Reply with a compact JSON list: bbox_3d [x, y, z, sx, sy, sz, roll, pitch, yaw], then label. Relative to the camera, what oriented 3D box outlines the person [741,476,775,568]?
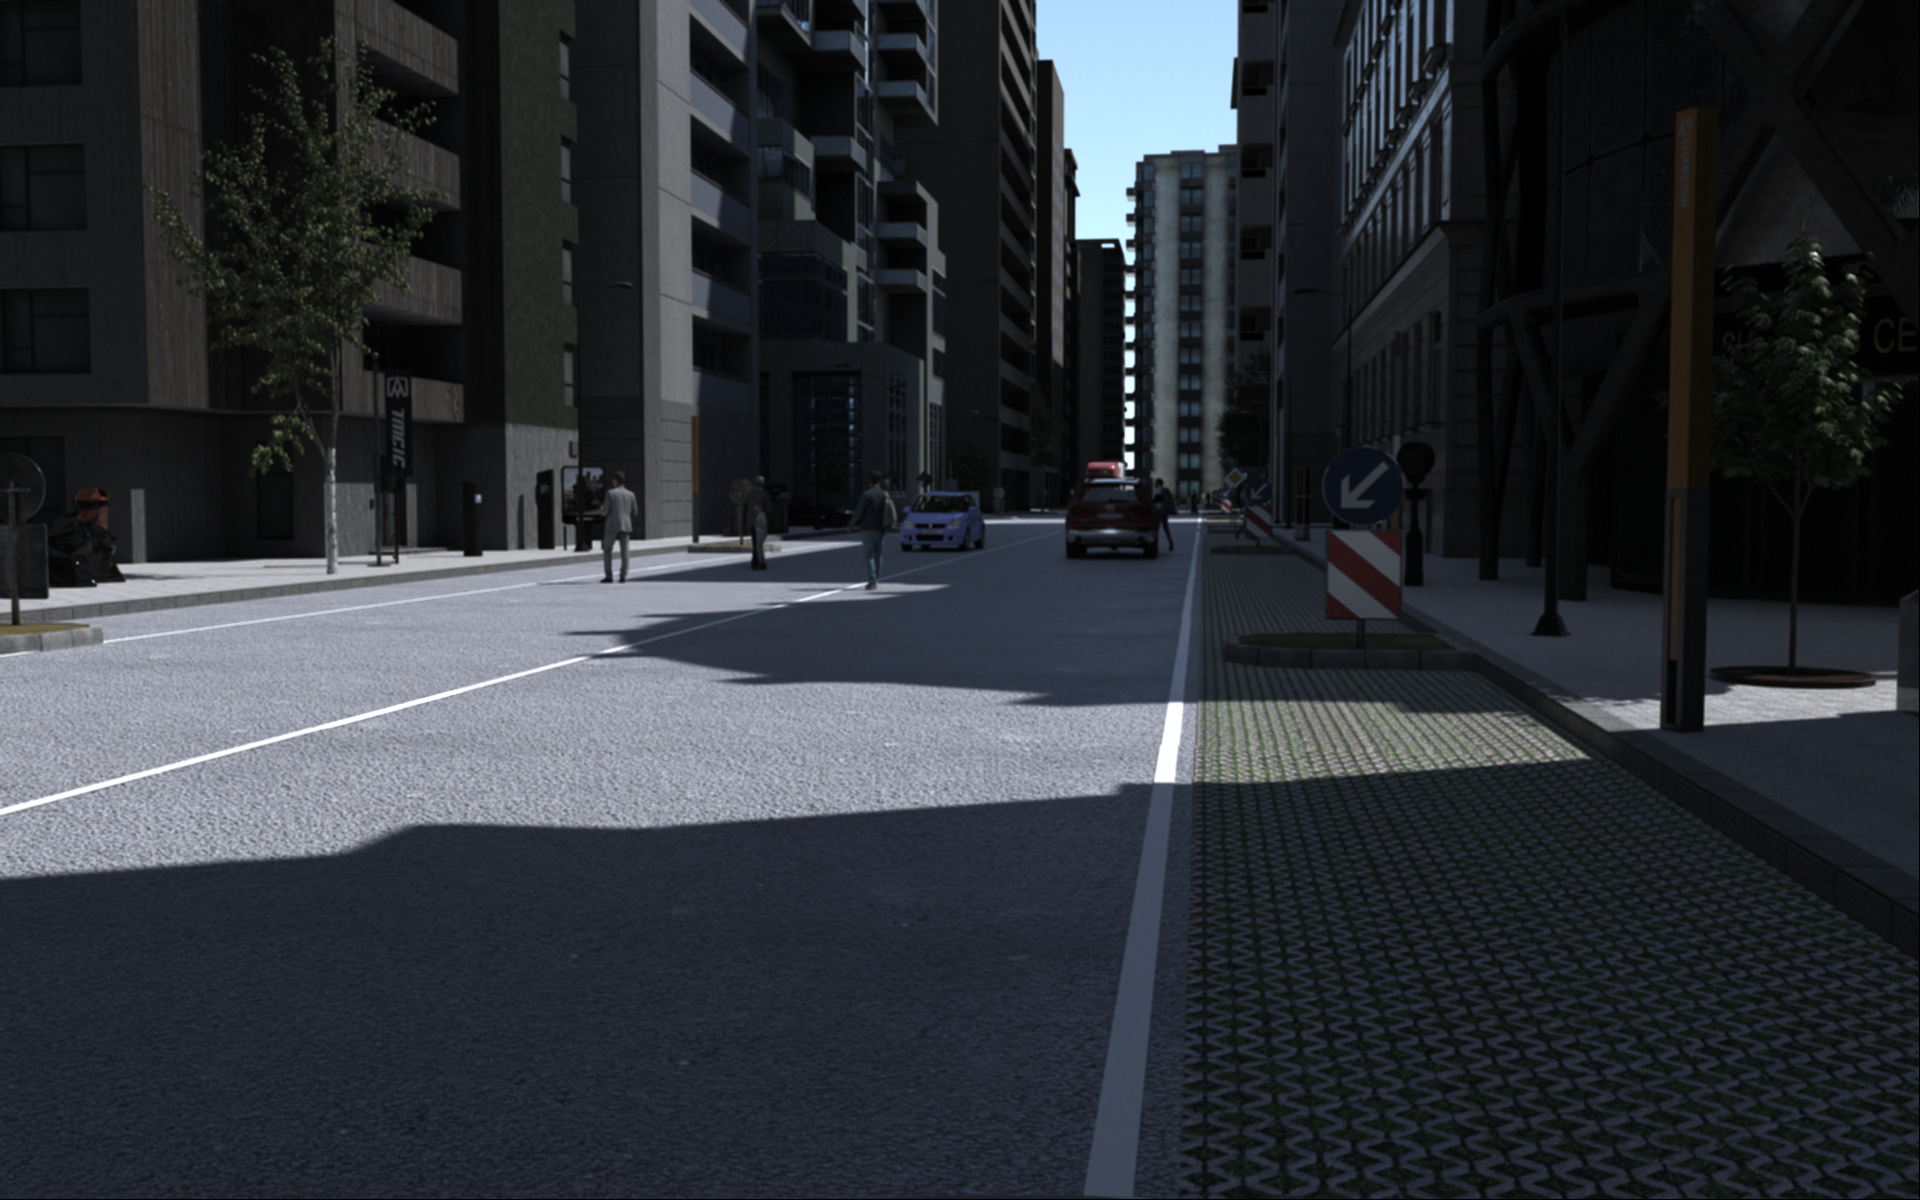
[{"bbox_3d":[-3.934,-1.535,33.992,0.661,1.777,0.834,1,4,15],"label":"person"}]

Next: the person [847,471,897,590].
[{"bbox_3d":[-1.299,-1.061,26.190,0.623,1.781,0.721,-3,5,-44],"label":"person"}]

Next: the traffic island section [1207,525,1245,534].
[{"bbox_3d":[10.170,-2.548,63.949,2.009,0.180,2.903,0,4,8],"label":"traffic island section"}]

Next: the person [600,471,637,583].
[{"bbox_3d":[-5.582,-1.186,28.097,0.606,1.804,0.583,-3,5,-44],"label":"person"}]

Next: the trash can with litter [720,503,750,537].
[{"bbox_3d":[-6.746,-2.486,52.026,1.055,1.170,0.624,2,4,30],"label":"trash can with litter"}]

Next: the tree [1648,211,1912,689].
[{"bbox_3d":[5.846,-1.056,11.875,1.663,3.219,1.824,0,3,0],"label":"tree"}]

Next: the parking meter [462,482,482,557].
[{"bbox_3d":[-10.034,-1.666,35.649,0.372,1.533,0.369,0,3,0],"label":"parking meter"}]

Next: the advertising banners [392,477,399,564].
[{"bbox_3d":[-10.444,-2.193,32.037,0.090,3.025,2.074,-1,4,-19],"label":"advertising banners"}]

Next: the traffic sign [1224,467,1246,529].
[{"bbox_3d":[10.145,-3.684,63.875,0.795,2.450,0.064,0,4,8],"label":"traffic sign"}]

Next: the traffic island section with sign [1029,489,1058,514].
[{"bbox_3d":[6.038,-7.129,125.187,1.989,1.847,2.006,0,4,8],"label":"traffic island section with sign"}]

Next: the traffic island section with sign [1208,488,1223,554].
[{"bbox_3d":[7.053,-2.022,41.686,1.989,1.847,2.006,0,4,8],"label":"traffic island section with sign"}]

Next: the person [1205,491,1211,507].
[{"bbox_3d":[27.418,-11.209,192.289,0.750,1.759,0.617,-1,4,-16],"label":"person"}]

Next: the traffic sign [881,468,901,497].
[{"bbox_3d":[-2.621,-3.794,65.681,0.795,2.450,0.064,0,4,8],"label":"traffic sign"}]

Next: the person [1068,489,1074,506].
[{"bbox_3d":[8.807,-7.790,136.050,0.728,1.800,0.709,1,4,16],"label":"person"}]

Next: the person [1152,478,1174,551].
[{"bbox_3d":[5.148,-2.165,43.996,0.679,1.850,0.850,-2,4,-29],"label":"person"}]

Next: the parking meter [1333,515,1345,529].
[{"bbox_3d":[10.565,-2.600,48.229,0.255,1.863,0.399,2,4,24],"label":"parking meter"}]

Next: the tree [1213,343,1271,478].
[{"bbox_3d":[19.028,-10.597,107.667,7.601,10.594,8.767,-2,4,-28],"label":"tree"}]

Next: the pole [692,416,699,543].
[{"bbox_3d":[-6.936,-3.152,45.384,0.158,3.312,0.155,0,3,0],"label":"pole"}]

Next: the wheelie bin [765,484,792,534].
[{"bbox_3d":[-5.897,-2.939,55.958,0.980,1.594,0.693,1,4,11],"label":"wheelie bin"}]

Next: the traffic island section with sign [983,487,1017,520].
[{"bbox_3d":[2.215,-5.465,97.973,1.989,1.847,2.006,0,4,8],"label":"traffic island section with sign"}]

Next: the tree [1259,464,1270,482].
[{"bbox_3d":[16.881,-6.051,93.528,1.663,3.219,1.824,0,3,0],"label":"tree"}]

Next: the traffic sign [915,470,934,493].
[{"bbox_3d":[-1.511,-4.278,73.589,0.795,2.450,0.064,0,4,8],"label":"traffic sign"}]

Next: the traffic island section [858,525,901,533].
[{"bbox_3d":[-2.646,-2.658,65.746,2.009,0.180,2.903,0,4,8],"label":"traffic island section"}]

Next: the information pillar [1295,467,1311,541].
[{"bbox_3d":[9.405,-2.631,47.516,0.304,2.012,0.304,-3,5,-43],"label":"information pillar"}]

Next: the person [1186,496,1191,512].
[{"bbox_3d":[18.452,-7.773,139.852,0.475,1.303,0.640,3,5,42],"label":"person"}]

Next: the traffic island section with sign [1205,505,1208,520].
[{"bbox_3d":[14.780,-5.389,96.739,1.989,1.847,2.006,0,4,8],"label":"traffic island section with sign"}]

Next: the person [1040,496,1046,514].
[{"bbox_3d":[5.838,-6.687,122.110,0.475,1.303,0.640,1,4,19],"label":"person"}]

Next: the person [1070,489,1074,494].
[{"bbox_3d":[9.933,-8.782,151.949,0.709,1.838,0.599,-3,4,-37],"label":"person"}]

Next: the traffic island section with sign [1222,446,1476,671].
[{"bbox_3d":[3.309,-0.389,14.991,1.989,1.847,2.006,0,4,8],"label":"traffic island section with sign"}]

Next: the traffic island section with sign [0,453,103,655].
[{"bbox_3d":[-9.259,-0.465,16.226,1.989,1.847,2.006,0,4,8],"label":"traffic island section with sign"}]

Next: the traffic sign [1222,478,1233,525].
[{"bbox_3d":[11.255,-4.168,71.782,0.795,2.450,0.064,0,4,8],"label":"traffic sign"}]

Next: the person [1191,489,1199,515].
[{"bbox_3d":[15.927,-6.654,117.706,0.534,1.772,0.576,-3,5,-44],"label":"person"}]

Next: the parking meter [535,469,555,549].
[{"bbox_3d":[-9.624,-2.108,40.178,0.399,1.863,0.255,0,4,-2],"label":"parking meter"}]

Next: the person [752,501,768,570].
[{"bbox_3d":[-3.782,-1.218,32.694,0.394,1.301,0.425,-3,4,-36],"label":"person"}]

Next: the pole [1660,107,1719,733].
[{"bbox_3d":[3.915,-0.945,9.296,0.158,3.312,0.155,0,3,0],"label":"pole"}]

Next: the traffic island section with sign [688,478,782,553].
[{"bbox_3d":[-5.507,-2.098,42.930,1.989,1.847,2.006,0,4,8],"label":"traffic island section with sign"}]

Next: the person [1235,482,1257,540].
[{"bbox_3d":[8.982,-2.777,53.994,0.778,1.811,0.616,-2,4,-26],"label":"person"}]

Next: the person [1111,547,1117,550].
[{"bbox_3d":[3.973,-2.206,44.693,0.709,1.813,0.853,-1,4,-23],"label":"person"}]

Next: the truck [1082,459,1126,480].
[{"bbox_3d":[11.924,-9.365,142.028,2.839,4.237,11.283,1,4,10],"label":"truck"}]

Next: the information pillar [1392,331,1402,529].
[{"bbox_3d":[6.234,-2.042,24.742,0.183,3.616,0.504,1,4,12],"label":"information pillar"}]

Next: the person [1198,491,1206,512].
[{"bbox_3d":[19.794,-8.091,141.625,0.563,1.720,0.643,-1,4,-21],"label":"person"}]

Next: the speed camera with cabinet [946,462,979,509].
[{"bbox_3d":[0.136,-6.811,105.692,2.038,3.252,0.660,1,4,18],"label":"speed camera with cabinet"}]
